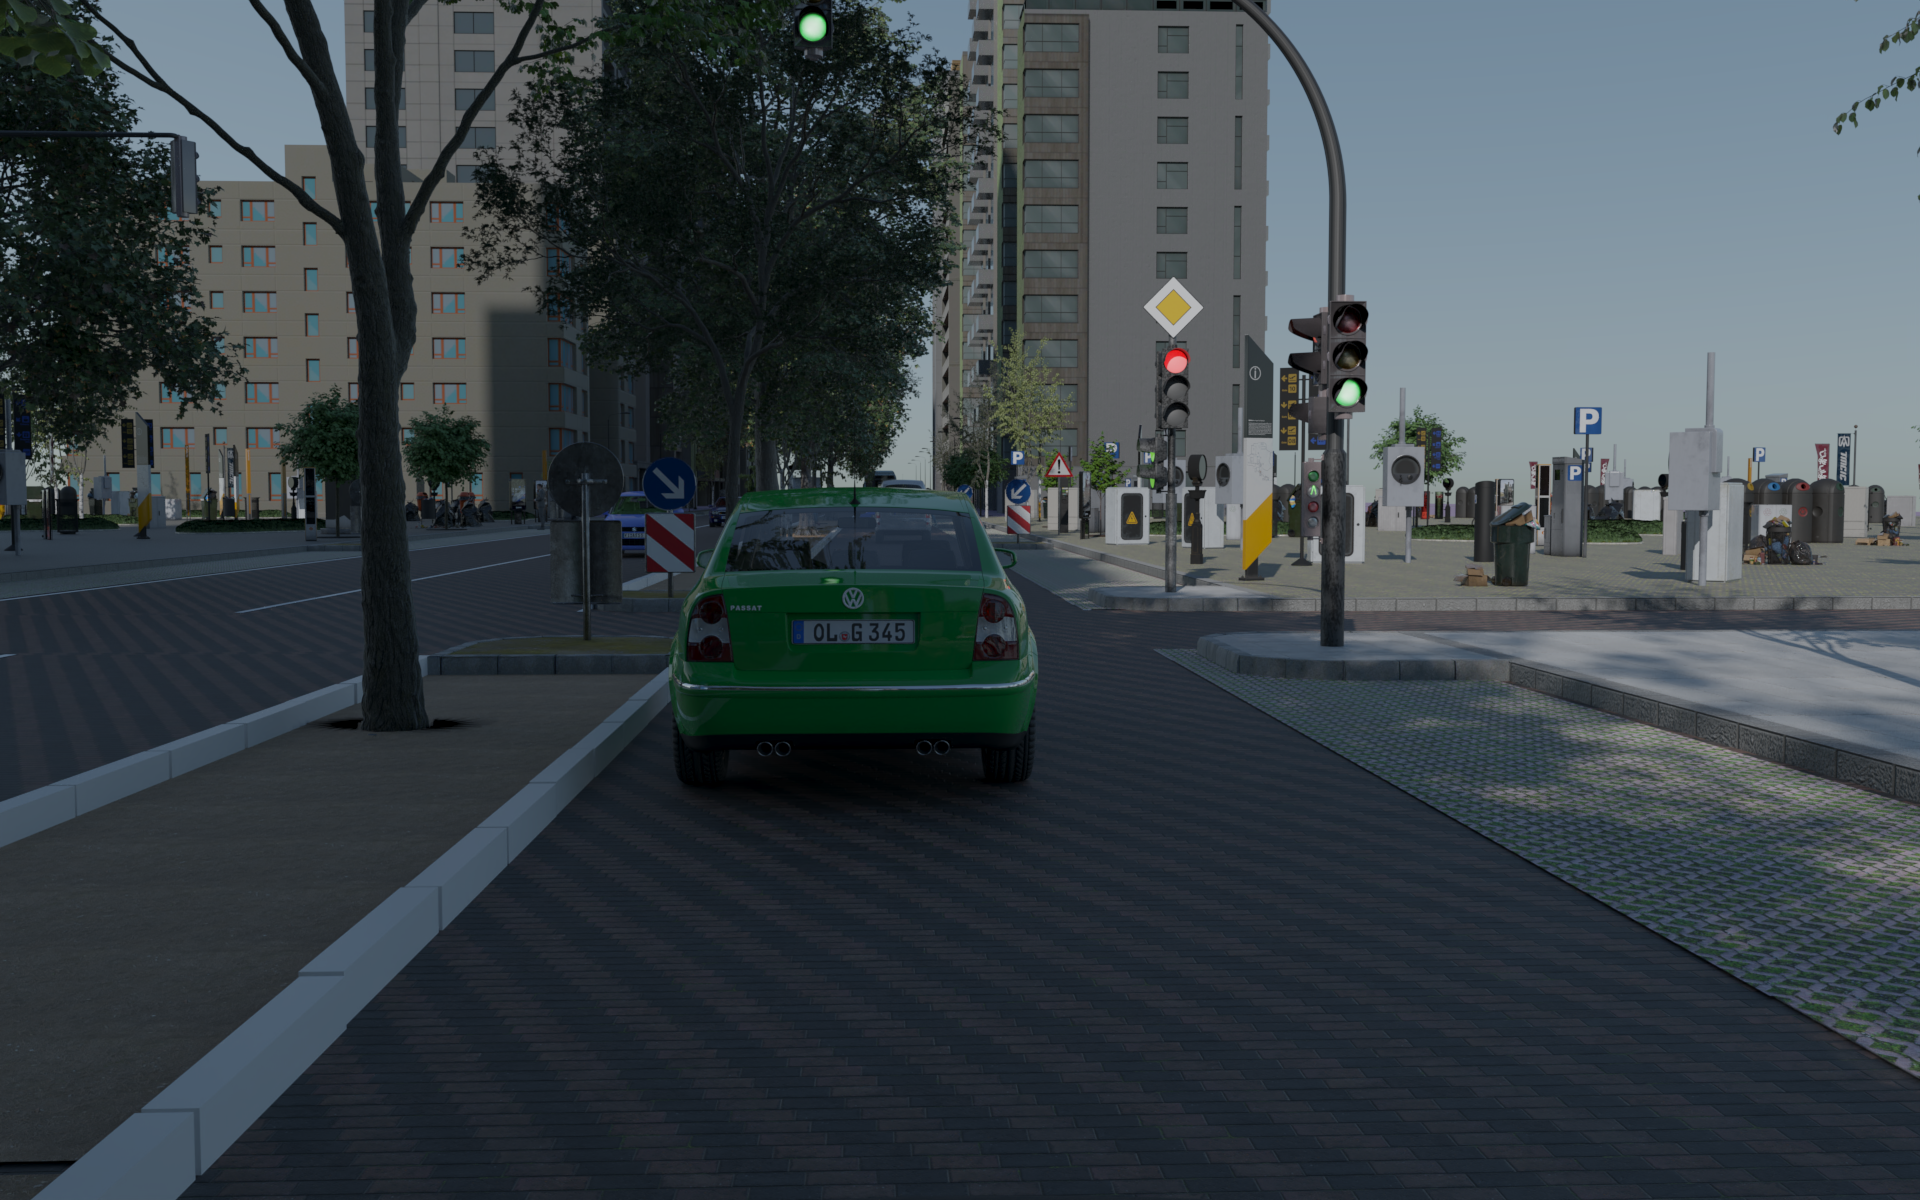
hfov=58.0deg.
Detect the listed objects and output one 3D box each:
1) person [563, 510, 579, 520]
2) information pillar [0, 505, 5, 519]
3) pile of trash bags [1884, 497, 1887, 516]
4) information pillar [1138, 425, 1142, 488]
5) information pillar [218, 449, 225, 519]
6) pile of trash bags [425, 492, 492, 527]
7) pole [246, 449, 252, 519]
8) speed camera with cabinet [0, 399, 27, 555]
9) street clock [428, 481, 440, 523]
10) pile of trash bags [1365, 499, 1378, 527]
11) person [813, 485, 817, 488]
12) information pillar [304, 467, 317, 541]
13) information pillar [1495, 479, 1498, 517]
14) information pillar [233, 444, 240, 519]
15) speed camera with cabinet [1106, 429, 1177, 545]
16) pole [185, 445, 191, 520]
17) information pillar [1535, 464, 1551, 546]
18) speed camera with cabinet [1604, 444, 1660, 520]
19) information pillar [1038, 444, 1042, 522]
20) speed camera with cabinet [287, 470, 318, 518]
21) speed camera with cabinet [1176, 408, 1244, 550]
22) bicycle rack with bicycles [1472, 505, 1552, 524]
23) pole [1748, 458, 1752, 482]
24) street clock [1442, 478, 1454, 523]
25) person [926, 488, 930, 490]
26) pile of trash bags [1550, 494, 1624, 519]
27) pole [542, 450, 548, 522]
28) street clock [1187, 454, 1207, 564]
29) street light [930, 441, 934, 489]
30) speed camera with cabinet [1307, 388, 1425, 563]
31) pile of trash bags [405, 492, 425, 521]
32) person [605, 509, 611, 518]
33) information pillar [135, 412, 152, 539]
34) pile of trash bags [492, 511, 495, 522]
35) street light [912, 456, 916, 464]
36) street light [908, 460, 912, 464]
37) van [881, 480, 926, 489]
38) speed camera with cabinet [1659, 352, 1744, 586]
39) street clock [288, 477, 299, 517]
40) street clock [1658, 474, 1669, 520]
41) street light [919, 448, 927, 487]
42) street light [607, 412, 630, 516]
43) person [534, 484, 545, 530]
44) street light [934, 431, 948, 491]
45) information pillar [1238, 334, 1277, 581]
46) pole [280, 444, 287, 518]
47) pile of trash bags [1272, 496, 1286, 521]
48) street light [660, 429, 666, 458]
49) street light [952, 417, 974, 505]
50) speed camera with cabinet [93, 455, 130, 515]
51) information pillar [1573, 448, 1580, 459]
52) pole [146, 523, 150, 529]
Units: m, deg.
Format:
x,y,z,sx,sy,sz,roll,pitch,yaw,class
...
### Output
x,y,z,sx,sy,sz,roll,pitch,yaw,class
-9.698,-2.123,43.401,0.537,1.800,0.526,-2,4,-27,person
-38.396,-4.770,69.348,0.183,3.616,0.504,-3,5,-44,information pillar
43.849,-4.490,83.166,1.912,1.369,3.447,2,4,32,pile of trash bags
6.045,-4.091,58.247,0.183,3.616,0.504,1,4,11,information pillar
-38.316,-6.026,89.878,0.183,3.616,0.504,-3,5,-44,information pillar
-20.011,-3.637,69.215,1.912,1.369,3.447,-1,4,-8,pile of trash bags
-32.087,-5.155,78.125,0.158,3.312,0.155,0,3,0,pole
-20.595,-2.565,36.271,2.038,3.252,0.660,1,4,16,speed camera with cabinet
-23.046,-4.365,75.936,0.471,2.002,0.358,0,4,5,street clock
15.855,-3.597,68.570,1.912,1.369,3.447,0,4,7,pile of trash bags
-6.557,-4.266,78.259,0.555,1.821,0.388,-1,4,-22,person
-17.707,-2.613,47.212,0.304,2.012,0.304,-1,4,-21,information pillar
26.046,-4.849,83.767,0.304,2.012,0.304,0,4,-1,information pillar
-34.170,-5.531,81.781,0.183,3.616,0.504,0,4,-5,information pillar
4.721,-3.036,43.968,2.038,3.252,0.660,-2,4,-25,speed camera with cabinet
-31.991,-4.765,71.749,0.158,3.312,0.155,0,3,0,pole
14.334,-2.332,42.622,0.304,2.012,0.304,0,4,3,information pillar
26.603,-4.537,68.523,2.038,3.252,0.660,1,4,16,speed camera with cabinet
3.715,-5.485,81.031,0.183,3.616,0.504,0,4,-4,information pillar
-33.980,-5.817,89.449,0.660,3.252,2.038,1,4,9,speed camera with cabinet
5.950,-2.811,40.294,0.660,3.252,2.038,-2,4,-26,speed camera with cabinet
17.824,-2.558,55.205,2.925,0.926,2.852,1,4,18,bicycle rack with bicycles
44.741,-6.381,98.166,0.158,3.312,0.155,0,3,0,pole
21.905,-4.476,77.745,0.358,2.002,0.471,-3,4,-37,street clock
-1.378,-4.199,77.988,0.563,1.720,0.643,-3,5,-44,person
22.195,-3.202,62.102,1.912,1.369,3.447,-3,5,-40,pile of trash bags
-19.346,-5.316,80.755,0.158,3.312,0.155,0,3,0,pole
4.338,-1.658,31.684,0.358,2.002,0.471,2,4,26,street clock
-1.932,-10.911,150.943,1.470,5.913,1.316,0,4,-3,street light
7.528,-2.312,32.140,2.038,3.252,0.660,0,4,4,speed camera with cabinet
-26.536,-4.452,82.549,1.912,1.369,3.447,1,4,20,pile of trash bags
-16.485,-4.461,81.613,0.709,1.800,0.728,2,4,33,person
-23.269,-3.548,49.364,0.504,3.616,0.183,2,4,26,information pillar
-22.403,-4.262,79.441,1.912,1.369,3.447,-1,4,-18,pile of trash bags
-4.783,-14.595,211.172,1.470,5.913,1.316,0,4,-3,street light
-5.865,-15.977,233.765,1.470,5.913,1.316,0,4,-3,street light
-1.703,-2.726,51.575,2.013,2.044,4.112,0,4,-2,van
10.744,-1.870,24.916,0.660,3.252,2.038,3,4,37,speed camera with cabinet
-27.882,-4.153,72.473,0.471,2.002,0.358,3,4,39,street clock
25.043,-3.487,61.579,0.358,2.002,0.471,-1,4,-15,street clock
-3.149,-12.329,174.120,1.470,5.913,1.316,0,4,-3,street light
-19.324,-7.673,97.988,1.470,5.913,1.316,0,4,-3,street light
-16.717,-3.703,68.852,0.447,1.846,0.655,-1,4,-9,person
-0.949,-9.498,127.831,1.470,5.913,1.316,0,4,-3,street light
4.398,-2.096,25.622,0.504,3.616,0.183,-2,4,-27,information pillar
-27.621,-4.702,70.725,0.158,3.312,0.155,0,3,0,pole
11.338,-3.195,61.992,3.447,1.369,1.912,2,4,28,pile of trash bags
-20.374,-9.083,121.050,1.470,5.913,1.316,0,4,-3,street light
0.272,-8.105,105.053,1.470,5.913,1.316,0,4,-3,street light
-43.570,-5.798,89.137,0.660,3.252,2.038,1,4,20,speed camera with cabinet
31.349,-5.923,88.195,0.504,3.616,0.183,-2,4,-34,information pillar
-30.085,-4.288,63.959,0.158,3.312,0.155,0,3,0,pole
